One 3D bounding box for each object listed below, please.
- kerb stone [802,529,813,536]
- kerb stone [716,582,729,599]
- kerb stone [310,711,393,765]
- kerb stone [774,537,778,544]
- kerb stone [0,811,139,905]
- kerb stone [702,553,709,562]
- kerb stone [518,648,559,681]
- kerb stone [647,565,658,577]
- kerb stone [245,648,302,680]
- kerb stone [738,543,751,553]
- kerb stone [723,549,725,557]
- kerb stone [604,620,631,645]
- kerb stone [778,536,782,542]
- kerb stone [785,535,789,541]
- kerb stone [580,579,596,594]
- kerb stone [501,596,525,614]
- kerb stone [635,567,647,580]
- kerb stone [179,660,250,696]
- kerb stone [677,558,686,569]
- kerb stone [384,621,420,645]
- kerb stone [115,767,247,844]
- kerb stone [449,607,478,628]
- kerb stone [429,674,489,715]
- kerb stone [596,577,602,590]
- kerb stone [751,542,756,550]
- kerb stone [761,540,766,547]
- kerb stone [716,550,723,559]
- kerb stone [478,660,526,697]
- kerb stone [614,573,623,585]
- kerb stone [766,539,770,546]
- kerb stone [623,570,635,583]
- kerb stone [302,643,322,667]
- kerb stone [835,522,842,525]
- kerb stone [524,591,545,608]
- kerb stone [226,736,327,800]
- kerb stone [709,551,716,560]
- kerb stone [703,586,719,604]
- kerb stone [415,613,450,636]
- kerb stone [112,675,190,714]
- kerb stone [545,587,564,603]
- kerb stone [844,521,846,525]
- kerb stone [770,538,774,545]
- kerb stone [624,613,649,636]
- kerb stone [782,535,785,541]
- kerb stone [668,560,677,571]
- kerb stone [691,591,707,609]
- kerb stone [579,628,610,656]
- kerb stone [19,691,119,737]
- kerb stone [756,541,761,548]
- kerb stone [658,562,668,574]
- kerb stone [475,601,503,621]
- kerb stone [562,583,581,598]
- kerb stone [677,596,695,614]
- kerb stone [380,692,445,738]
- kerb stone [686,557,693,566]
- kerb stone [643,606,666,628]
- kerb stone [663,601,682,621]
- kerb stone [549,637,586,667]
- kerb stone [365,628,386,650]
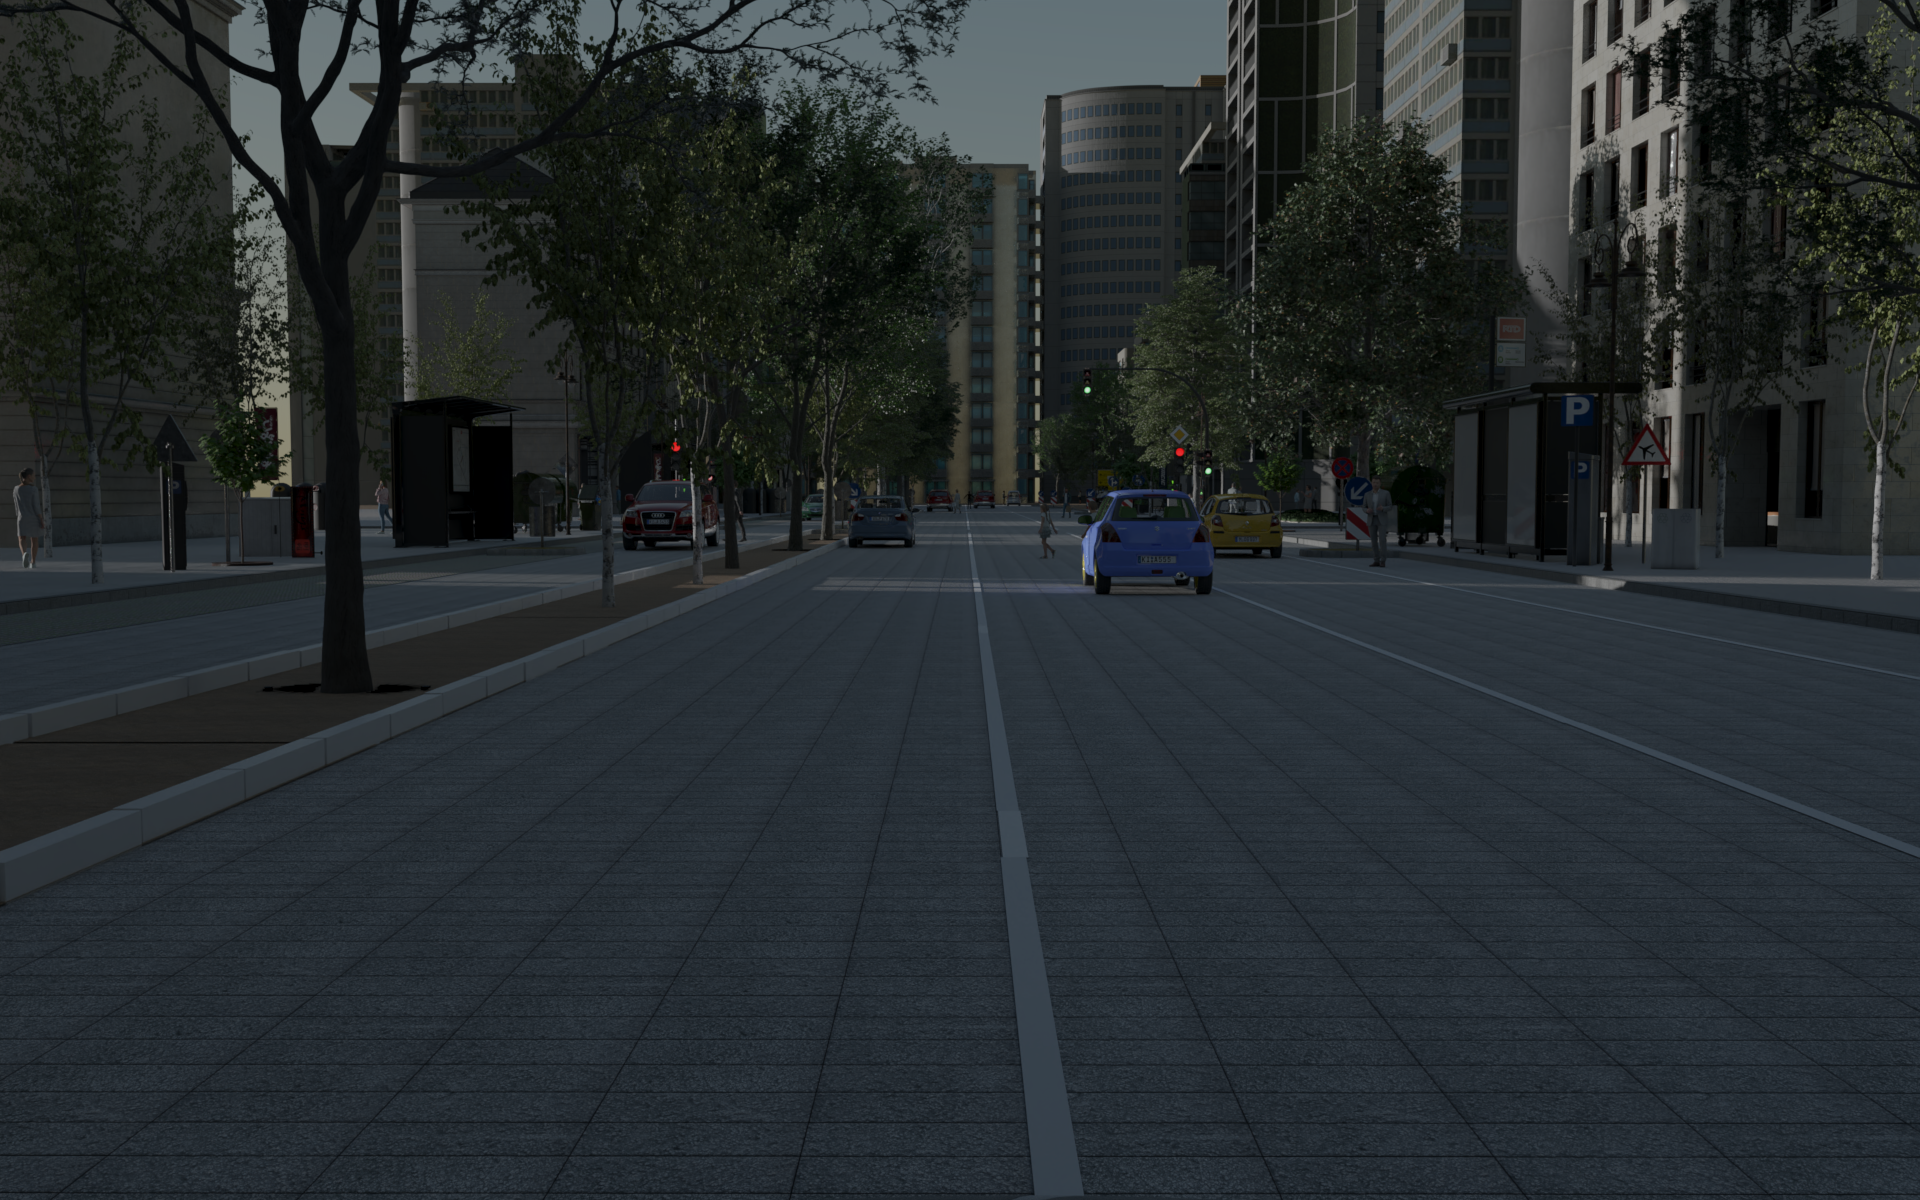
[{"bbox_3d":[-5.371,-2.364,60.839,0.120,0.150,1.000,0,4,0],"label":"kerb stone"},{"bbox_3d":[-3.359,-0.109,23.979,0.120,0.150,1.000,0,4,0],"label":"kerb stone"},{"bbox_3d":[-3.392,0.769,9.618,0.120,0.150,1.000,0,4,0],"label":"kerb stone"},{"bbox_3d":[-5.395,-1.674,49.570,0.120,0.150,1.000,0,4,0],"label":"kerb stone"},{"bbox_3d":[-3.388,0.960,6.540,0.120,0.150,1.000,0,4,0],"label":"kerb stone"},{"bbox_3d":[-5.437,-0.859,36.246,0.120,0.150,1.000,0,4,0],"label":"kerb stone"},{"bbox_3d":[-3.373,0.520,13.725,0.120,0.150,1.000,0,4,0],"label":"kerb stone"},{"bbox_3d":[-5.442,-0.481,30.108,0.120,0.150,1.000,0,4,0],"label":"kerb stone"},{"bbox_3d":[-5.484,0.518,13.724,0.120,0.150,1.000,0,4,0],"label":"kerb stone"},{"bbox_3d":[-5.417,-1.297,43.413,0.120,0.150,1.000,0,4,0],"label":"kerb stone"},{"bbox_3d":[-5.423,-1.046,39.312,0.120,0.150,1.000,0,4,0],"label":"kerb stone"},{"bbox_3d":[-3.375,0.334,16.804,0.120,0.150,1.000,0,4,0],"label":"kerb stone"},{"bbox_3d":[-5.399,-1.735,50.592,0.120,0.150,1.000,0,4,0],"label":"kerb stone"},{"bbox_3d":[-5.389,-1.862,52.640,0.120,0.150,1.000,0,4,0],"label":"kerb stone"},{"bbox_3d":[-5.457,-0.171,24.984,0.120,0.150,1.000,0,4,0],"label":"kerb stone"},{"bbox_3d":[-5.466,0.081,20.878,0.120,0.150,1.000,0,4,0],"label":"kerb stone"},{"bbox_3d":[-5.448,-0.421,29.086,0.120,0.150,1.000,0,4,0],"label":"kerb stone"},{"bbox_3d":[-5.491,0.581,12.702,0.120,0.150,1.000,0,4,0],"label":"kerb stone"},{"bbox_3d":[-5.440,-0.672,33.177,0.120,0.150,1.000,0,4,0],"label":"kerb stone"},{"bbox_3d":[-5.476,0.335,16.790,0.120,0.150,1.000,0,4,0],"label":"kerb stone"},{"bbox_3d":[-3.394,0.895,7.566,0.120,0.150,1.000,0,4,0],"label":"kerb stone"},{"bbox_3d":[-5.466,0.207,18.834,0.120,0.150,1.000,0,4,0],"label":"kerb stone"},{"bbox_3d":[-3.391,0.644,11.668,0.120,0.150,1.000,0,4,0],"label":"kerb stone"},{"bbox_3d":[-5.449,-0.233,26.011,0.120,0.150,1.000,0,4,0],"label":"kerb stone"},{"bbox_3d":[-5.408,-1.361,44.444,0.120,0.150,1.000,0,4,0],"label":"kerb stone"},{"bbox_3d":[-5.404,-1.486,46.487,0.120,0.150,1.000,0,4,0],"label":"kerb stone"},{"bbox_3d":[-5.421,-0.984,38.290,0.120,0.150,1.000,0,4,0],"label":"kerb stone"},{"bbox_3d":[-3.386,0.581,12.697,0.120,0.150,1.000,0,4,0],"label":"kerb stone"},{"bbox_3d":[-5.453,-0.296,27.038,0.120,0.150,1.000,0,4,0],"label":"kerb stone"},{"bbox_3d":[-5.406,-1.549,47.516,0.120,0.150,1.000,0,4,0],"label":"kerb stone"},{"bbox_3d":[-5.457,-0.359,28.060,0.120,0.150,1.000,0,4,0],"label":"kerb stone"},{"bbox_3d":[-5.475,0.464,14.747,0.120,0.150,1.000,0,4,0],"label":"kerb stone"},{"bbox_3d":[-5.342,-3.340,76.799,0.120,0.150,1.000,0,4,0],"label":"kerb stone"},{"bbox_3d":[-5.464,0.020,21.900,0.120,0.150,1.000,0,4,0],"label":"kerb stone"},{"bbox_3d":[-3.395,0.832,8.588,0.120,0.150,1.000,0,4,0],"label":"kerb stone"},{"bbox_3d":[-5.431,-0.922,37.268,0.120,0.150,1.000,0,4,0],"label":"kerb stone"},{"bbox_3d":[-3.363,-0.046,22.949,0.120,0.150,1.000,0,4,0],"label":"kerb stone"},{"bbox_3d":[-5.476,0.271,17.812,0.120,0.150,1.000,0,4,0],"label":"kerb stone"},{"bbox_3d":[-5.489,0.647,11.665,0.120,0.150,1.000,0,4,0],"label":"kerb stone"},{"bbox_3d":[-5.460,-0.046,22.940,0.120,0.150,1.000,0,4,0],"label":"kerb stone"},{"bbox_3d":[-5.335,-3.402,77.822,0.120,0.150,1.000,0,4,0],"label":"kerb stone"},{"bbox_3d":[-5.402,-1.611,48.537,0.120,0.150,1.000,0,4,0],"label":"kerb stone"},{"bbox_3d":[-3.375,0.268,17.826,0.120,0.150,1.000,0,4,0],"label":"kerb stone"},{"bbox_3d":[-5.397,-1.797,51.614,0.120,0.150,1.000,0,4,0],"label":"kerb stone"},{"bbox_3d":[-5.443,-0.609,32.156,0.120,0.150,1.000,0,4,0],"label":"kerb stone"},{"bbox_3d":[-3.366,0.023,21.927,0.120,0.150,1.000,0,4,0],"label":"kerb stone"},{"bbox_3d":[-3.370,0.393,15.772,0.120,0.150,1.000,0,4,0],"label":"kerb stone"},{"bbox_3d":[-5.487,0.707,10.632,0.120,0.150,1.000,0,4,0],"label":"kerb stone"},{"bbox_3d":[-5.409,-1.422,45.466,0.120,0.150,1.000,0,4,0],"label":"kerb stone"},{"bbox_3d":[-5.439,-0.544,31.132,0.120,0.150,1.000,0,4,0],"label":"kerb stone"},{"bbox_3d":[-5.468,0.143,19.856,0.120,0.150,1.000,0,4,0],"label":"kerb stone"},{"bbox_3d":[-5.456,-0.108,23.962,0.120,0.150,1.000,0,4,0],"label":"kerb stone"},{"bbox_3d":[-3.363,0.085,20.905,0.120,0.150,1.000,0,4,0],"label":"kerb stone"},{"bbox_3d":[-3.388,0.712,10.640,0.120,0.150,1.000,0,4,0],"label":"kerb stone"},{"bbox_3d":[-5.432,-0.733,34.199,0.120,0.150,1.000,0,4,0],"label":"kerb stone"},{"bbox_3d":[-3.370,0.205,18.848,0.120,0.150,1.000,0,4,0],"label":"kerb stone"},{"bbox_3d":[-3.367,0.145,19.878,0.120,0.150,1.000,0,4,0],"label":"kerb stone"},{"bbox_3d":[-3.379,0.456,14.746,0.120,0.150,1.000,0,4,0],"label":"kerb stone"},{"bbox_3d":[-5.475,0.393,15.768,0.120,0.150,1.000,0,4,0],"label":"kerb stone"}]
